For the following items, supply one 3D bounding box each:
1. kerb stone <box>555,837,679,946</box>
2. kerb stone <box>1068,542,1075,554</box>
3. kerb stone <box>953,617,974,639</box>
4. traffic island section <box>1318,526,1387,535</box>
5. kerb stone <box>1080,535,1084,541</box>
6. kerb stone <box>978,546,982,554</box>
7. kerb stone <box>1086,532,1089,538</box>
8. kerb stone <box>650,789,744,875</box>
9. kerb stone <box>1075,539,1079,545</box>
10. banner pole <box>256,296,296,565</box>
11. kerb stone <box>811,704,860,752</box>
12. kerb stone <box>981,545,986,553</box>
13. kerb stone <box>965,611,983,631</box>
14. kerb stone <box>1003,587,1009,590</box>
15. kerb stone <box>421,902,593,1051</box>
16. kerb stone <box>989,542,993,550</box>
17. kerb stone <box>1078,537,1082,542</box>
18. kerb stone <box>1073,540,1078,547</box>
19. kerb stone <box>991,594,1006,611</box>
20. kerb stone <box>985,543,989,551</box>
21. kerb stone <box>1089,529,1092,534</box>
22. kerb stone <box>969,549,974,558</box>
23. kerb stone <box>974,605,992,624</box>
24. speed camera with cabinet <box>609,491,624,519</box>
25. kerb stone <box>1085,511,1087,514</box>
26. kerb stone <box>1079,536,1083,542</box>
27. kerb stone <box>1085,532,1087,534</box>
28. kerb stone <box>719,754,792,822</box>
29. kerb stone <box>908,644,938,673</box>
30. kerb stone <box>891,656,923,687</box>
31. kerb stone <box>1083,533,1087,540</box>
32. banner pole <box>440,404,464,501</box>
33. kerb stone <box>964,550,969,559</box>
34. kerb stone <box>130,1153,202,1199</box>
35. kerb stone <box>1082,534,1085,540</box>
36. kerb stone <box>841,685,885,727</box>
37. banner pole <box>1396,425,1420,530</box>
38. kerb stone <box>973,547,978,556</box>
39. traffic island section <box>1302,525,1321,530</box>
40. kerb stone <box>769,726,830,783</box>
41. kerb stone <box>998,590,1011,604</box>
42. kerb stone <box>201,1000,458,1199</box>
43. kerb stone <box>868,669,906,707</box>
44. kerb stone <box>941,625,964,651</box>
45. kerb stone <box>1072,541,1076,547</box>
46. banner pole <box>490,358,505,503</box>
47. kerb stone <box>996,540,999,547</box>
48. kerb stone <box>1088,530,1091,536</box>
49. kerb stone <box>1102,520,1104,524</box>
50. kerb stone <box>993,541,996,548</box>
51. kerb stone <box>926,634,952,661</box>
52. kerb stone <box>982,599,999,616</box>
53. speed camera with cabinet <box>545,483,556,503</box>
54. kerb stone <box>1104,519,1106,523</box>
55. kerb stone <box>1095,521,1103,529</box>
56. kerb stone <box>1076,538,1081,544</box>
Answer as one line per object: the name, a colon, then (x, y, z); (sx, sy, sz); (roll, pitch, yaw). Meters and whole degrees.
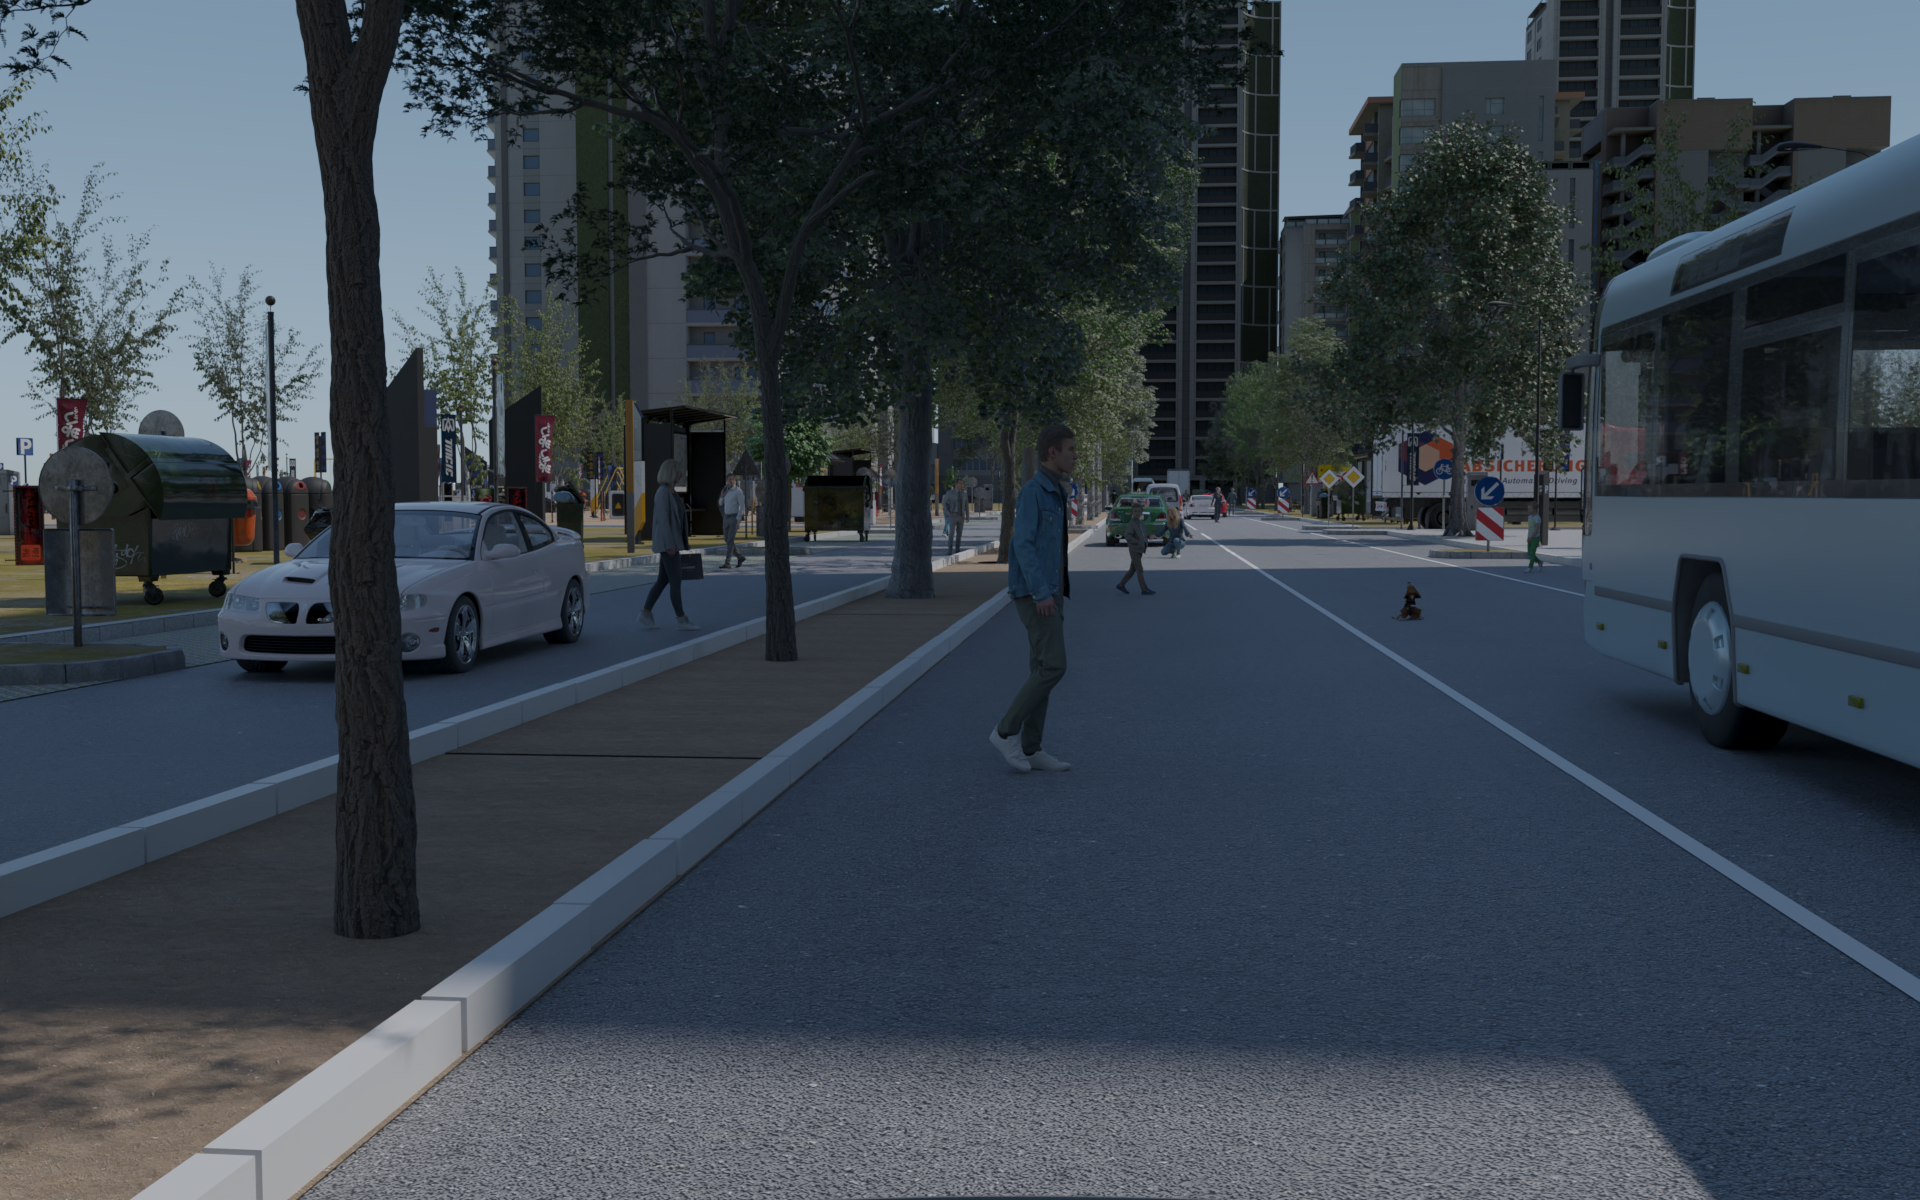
kerb stone: (-1.165, 0.994, 5.936); (0.120, 0.150, 1.000); (0, 4, 6)
kerb stone: (2.755, -1.305, 43.626); (0.120, 0.150, 1.000); (0, 4, 6)
kerb stone: (0.005, 0.309, 17.144); (0.120, 0.150, 1.000); (0, 4, 6)
traffic island section: (14.039, -2.418, 61.807); (2.009, 0.180, 2.903); (0, 4, 6)
kerb stone: (3.494, -1.742, 50.765); (0.120, 0.150, 1.000); (0, 4, 6)
kerb stone: (0.354, -1.138, 40.807); (0.120, 0.150, 1.000); (0, 4, 6)
kerb stone: (3.922, -1.995, 54.835); (0.120, 0.150, 1.000); (0, 4, 6)
kerb stone: (-1.050, 0.932, 6.961); (0.120, 0.150, 1.000); (0, 4, 6)
kerb stone: (3.074, -1.498, 46.681); (0.120, 0.150, 1.000); (0, 4, 6)
banner pole: (-8.806, -1.966, 22.154); (0.401, 3.779, 0.863); (-2, 4, -28)
kerb stone: (-0.731, 0.749, 10.010); (0.120, 0.150, 1.000); (0, 4, 6)
kerb stone: (0.454, -1.201, 41.826); (0.120, 0.150, 1.000); (0, 4, 6)
kerb stone: (0.113, 0.247, 18.164); (0.120, 0.150, 1.000); (0, 4, 6)
kerb stone: (0.638, -0.063, 23.252); (0.120, 0.150, 1.000); (0, 4, 6)
kerb stone: (-1.265, 1.057, 4.919); (0.120, 0.150, 1.000); (0, 4, 6)
kerb stone: (0.668, -1.325, 43.860); (0.120, 0.150, 1.000); (0, 4, 6)
kerb stone: (3.283, -1.618, 48.721); (0.120, 0.150, 1.000); (0, 4, 6)
kerb stone: (2.966, -1.435, 45.664); (0.120, 0.150, 1.000); (0, 4, 6)
kerb stone: (0.430, 0.067, 21.219); (0.120, 0.150, 1.000); (0, 4, 6)
kerb stone: (0.560, -1.263, 42.843); (0.120, 0.150, 1.000); (0, 4, 6)
kerb stone: (4.342, -2.246, 58.910); (0.120, 0.150, 1.000); (0, 4, 6)
kerb stone: (0.147, -1.011, 38.770); (0.120, 0.150, 1.000); (0, 4, 6)
kerb stone: (0.220, 0.187, 19.181); (0.120, 0.150, 1.000); (0, 4, 6)
speed camera with cabinet: (-17.337, -5.890, 90.642); (2.038, 3.252, 0.660); (-1, 4, -13)
kerb stone: (9.831, -6.727, 132.173); (0.120, 0.150, 1.000); (0, 4, 6)
kerb stone: (3.388, -1.685, 49.740); (0.120, 0.150, 1.000); (0, 4, 6)
kerb stone: (3.806, -1.934, 53.819); (0.120, 0.150, 1.000); (0, 4, 6)
kerb stone: (-0.946, 0.871, 7.977); (0.120, 0.150, 1.000); (0, 4, 6)
kerb stone: (-0.316, 0.496, 14.092); (0.120, 0.150, 1.000); (0, 4, 6)
kerb stone: (-0.421, 0.562, 13.060); (0.120, 0.150, 1.000); (0, 4, 6)
kerb stone: (3.710, -1.872, 52.802); (0.120, 0.150, 1.000); (0, 4, 6)
banner pole: (-13.971, -3.538, 47.863); (0.401, 3.779, 0.863); (3, 5, 44)
kerb stone: (0.034, -0.952, 37.754); (0.120, 0.150, 1.000); (0, 4, 6)
kerb stone: (-1.481, 1.185, 2.879); (0.120, 0.150, 1.000); (0, 4, 6)
kerb stone: (3.599, -1.810, 51.786); (0.120, 0.150, 1.000); (0, 4, 6)
kerb stone: (-0.630, 0.688, 11.027); (0.120, 0.150, 1.000); (0, 4, 6)
banner pole: (16.148, -4.426, 62.375); (0.863, 3.779, 0.401); (0, 4, -6)
kerb stone: (0.244, -1.076, 39.787); (0.120, 0.150, 1.000); (0, 4, 6)
traffic island section: (14.863, -2.903, 69.749); (2.009, 0.180, 2.903); (0, 4, 6)
kerb stone: (-0.839, 0.807, 8.993); (0.120, 0.150, 1.000); (0, 4, 6)
kerb stone: (0.531, 0.001, 22.236); (0.120, 0.150, 1.000); (0, 4, 6)
kerb stone: (-1.374, 1.120, 3.896); (0.120, 0.150, 1.000); (0, 4, 6)
kerb stone: (-0.523, 0.621, 12.043); (0.120, 0.150, 1.000); (0, 4, 6)
kerb stone: (-0.097, 0.373, 16.125); (0.120, 0.150, 1.000); (0, 4, 6)
kerb stone: (2.853, -1.370, 44.643); (0.120, 0.150, 1.000); (0, 4, 6)
banner pole: (-8.469, -2.556, 31.812); (0.401, 3.779, 0.863); (-2, 4, -30)
kerb stone: (0.874, -1.447, 45.893); (0.120, 0.150, 1.000); (0, 4, 6)
kerb stone: (4.130, -2.121, 56.877); (0.120, 0.150, 1.000); (0, 4, 6)
kerb stone: (6.300, -3.405, 77.874); (0.120, 0.150, 1.000); (0, 4, 6)
kerb stone: (0.766, -1.387, 44.877); (0.120, 0.150, 1.000); (0, 4, 6)
kerb stone: (-0.209, 0.433, 15.109); (0.120, 0.150, 1.000); (0, 4, 6)
kerb stone: (0.322, 0.125, 20.198); (0.120, 0.150, 1.000); (0, 4, 6)
speed camera with cabinet: (-32.694, -8.736, 137.170); (2.038, 3.252, 0.660); (2, 4, 32)
kerb stone: (6.624, -3.590, 80.926); (0.120, 0.150, 1.000); (0, 4, 6)
kerb stone: (6.094, -3.281, 75.837); (0.120, 0.150, 1.000); (0, 4, 6)
kerb stone: (3.177, -1.558, 47.701); (0.120, 0.150, 1.000); (0, 4, 6)
